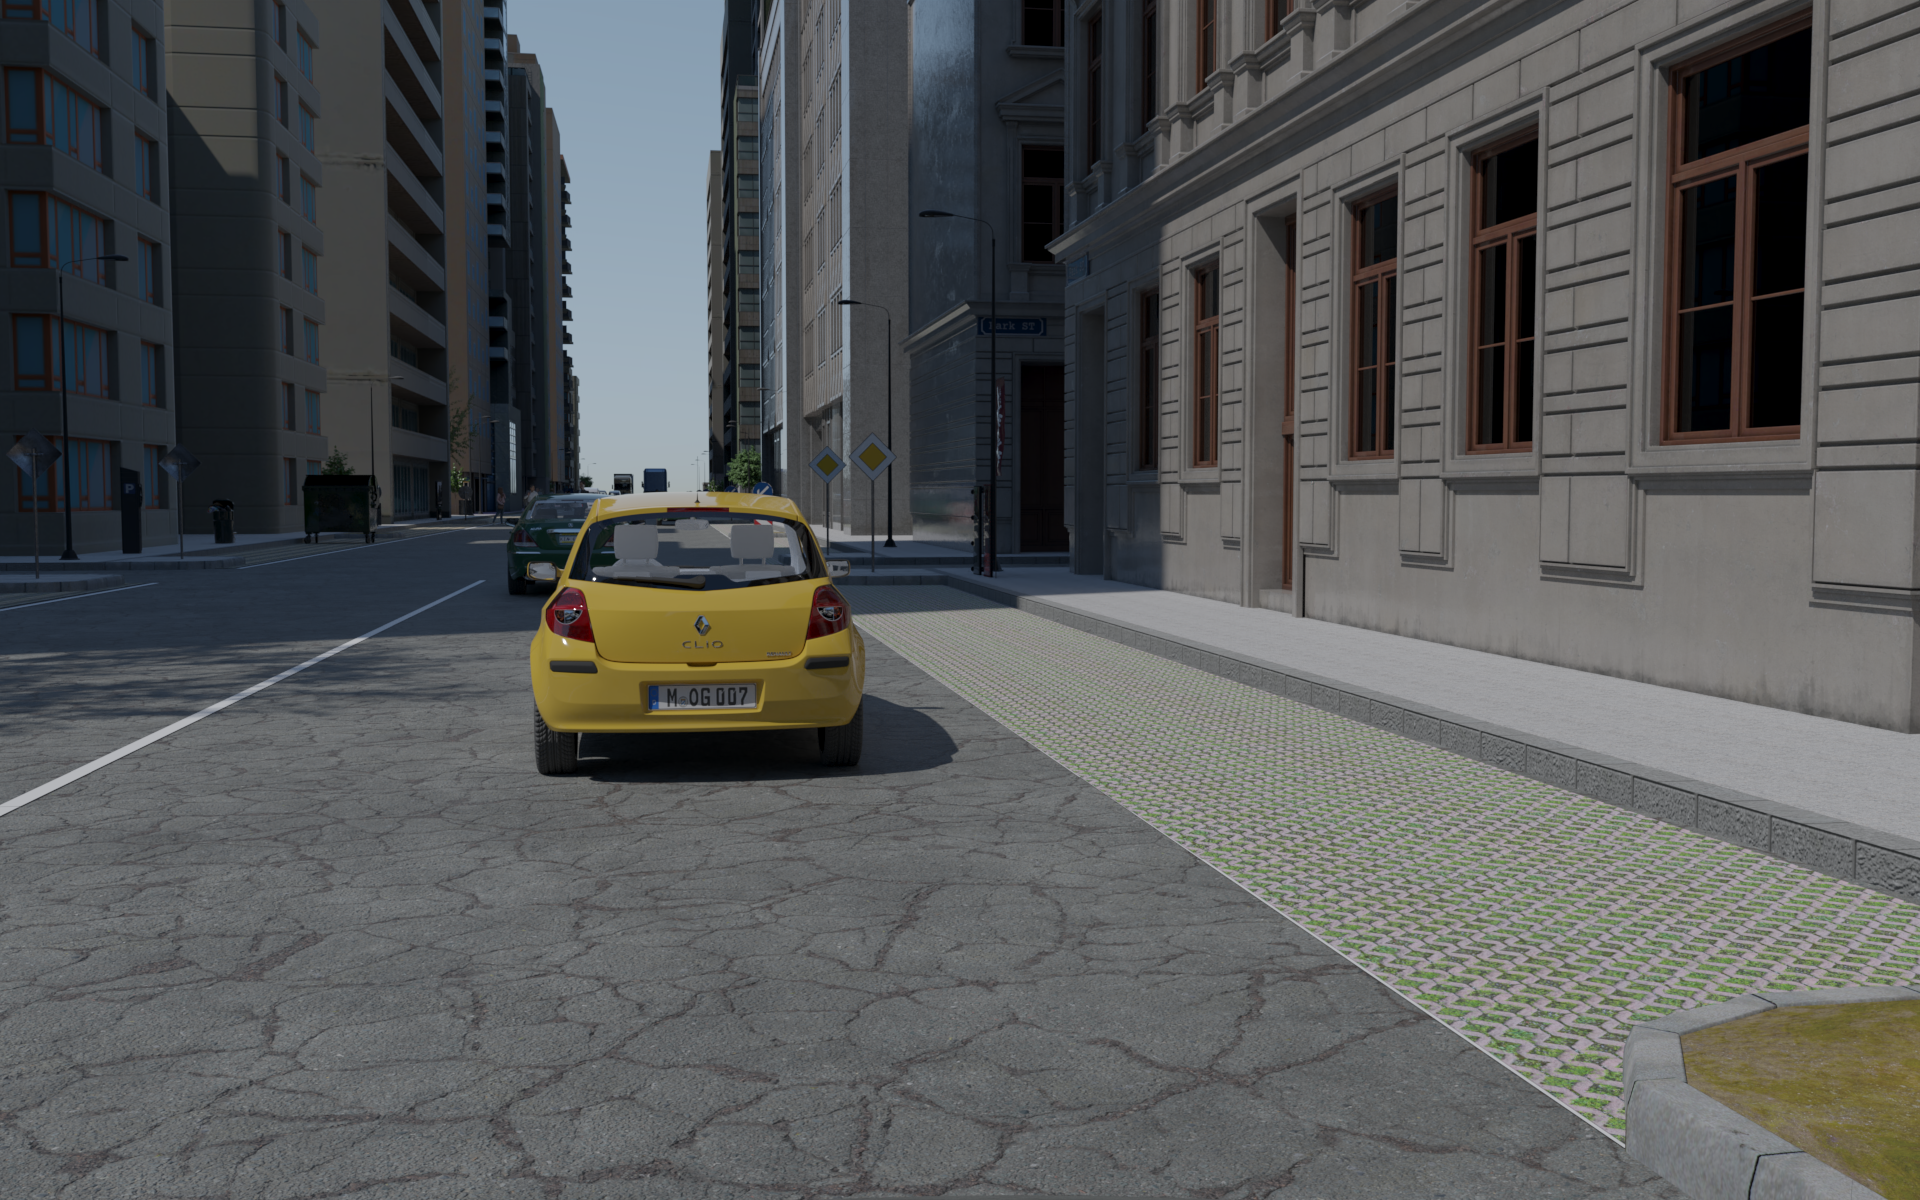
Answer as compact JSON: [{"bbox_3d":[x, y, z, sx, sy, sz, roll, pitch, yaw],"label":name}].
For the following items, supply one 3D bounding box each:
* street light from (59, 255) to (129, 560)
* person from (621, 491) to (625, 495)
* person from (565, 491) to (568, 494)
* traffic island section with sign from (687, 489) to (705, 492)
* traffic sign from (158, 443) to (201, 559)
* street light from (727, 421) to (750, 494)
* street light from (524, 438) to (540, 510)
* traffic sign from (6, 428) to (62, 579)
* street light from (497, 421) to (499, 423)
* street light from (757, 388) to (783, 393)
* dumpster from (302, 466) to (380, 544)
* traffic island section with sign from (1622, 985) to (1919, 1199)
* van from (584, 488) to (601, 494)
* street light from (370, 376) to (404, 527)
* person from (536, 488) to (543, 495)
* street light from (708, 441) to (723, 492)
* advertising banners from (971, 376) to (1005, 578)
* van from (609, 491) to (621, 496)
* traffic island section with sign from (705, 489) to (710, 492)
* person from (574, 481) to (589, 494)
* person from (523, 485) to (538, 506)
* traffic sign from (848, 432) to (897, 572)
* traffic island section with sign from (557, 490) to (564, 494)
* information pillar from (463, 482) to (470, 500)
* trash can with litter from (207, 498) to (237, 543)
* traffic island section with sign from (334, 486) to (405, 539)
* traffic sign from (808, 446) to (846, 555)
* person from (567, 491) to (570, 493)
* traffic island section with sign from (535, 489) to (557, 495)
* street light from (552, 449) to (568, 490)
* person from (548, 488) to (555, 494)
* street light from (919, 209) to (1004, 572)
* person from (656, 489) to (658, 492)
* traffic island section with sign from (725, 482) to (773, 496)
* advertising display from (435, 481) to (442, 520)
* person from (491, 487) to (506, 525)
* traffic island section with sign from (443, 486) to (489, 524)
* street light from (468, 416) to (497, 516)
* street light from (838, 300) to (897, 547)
[{"bbox_3d":[-16.819,-3.738,33.654,1.470,5.913,1.316,-1,4,-10],"label":"street light"},{"bbox_3d":[-40.295,-12.174,207.635,1.350,1.814,0.705,-3,5,-44],"label":"person"},{"bbox_3d":[-33.467,-8.441,147.316,0.445,1.727,0.742,0,4,-3],"label":"person"},{"bbox_3d":[-24.272,-9.291,160.541,1.989,1.847,2.006,-1,4,-10],"label":"traffic island section with sign"},{"bbox_3d":[-15.337,-1.862,34.088,0.795,2.450,0.064,-1,4,-10],"label":"traffic sign"},{"bbox_3d":[-13.961,-8.416,110.144,1.470,5.913,1.316,-1,4,-10],"label":"street light"},{"bbox_3d":[-35.561,-10.483,143.938,1.470,5.913,1.316,-1,4,-10],"label":"street light"},{"bbox_3d":[-13.996,-1.381,26.216,0.795,2.450,0.064,-1,4,-10],"label":"traffic sign"},{"bbox_3d":[-29.817,-8.382,109.581,1.470,5.913,1.316,-1,4,-10],"label":"street light"},{"bbox_3d":[-8.182,-6.324,75.946,1.470,5.913,1.316,-1,4,-10],"label":"street light"},{"bbox_3d":[-17.887,-2.758,50.038,1.985,2.255,1.502,-1,4,-8],"label":"dumpster"},{"bbox_3d":[2.501,0.316,3.468,1.989,1.847,2.006,-1,4,-10],"label":"traffic island section with sign"},{"bbox_3d":[-24.089,-6.448,112.435,2.013,2.044,4.112,-1,4,-10],"label":"van"},{"bbox_3d":[-22.639,-5.863,68.407,1.470,5.913,1.316,-1,4,-10],"label":"street light"},{"bbox_3d":[-24.624,-5.659,101.123,0.635,1.810,0.391,2,4,24],"label":"person"},{"bbox_3d":[-20.960,-10.912,150.945,1.470,5.913,1.316,-1,4,-10],"label":"street light"},{"bbox_3d":[0.433,-1.869,26.749,0.090,3.025,2.074,-1,4,-12],"label":"advertising banners"},{"bbox_3d":[-42.519,-12.599,212.999,2.013,2.044,4.112,-1,4,-8],"label":"van"},{"bbox_3d":[-11.198,-4.602,83.868,1.989,1.847,2.006,-1,4,-10],"label":"traffic island section with sign"},{"bbox_3d":[-13.546,-3.300,61.813,0.648,1.900,0.474,-1,4,-18],"label":"person"},{"bbox_3d":[-18.911,-4.143,76.334,0.679,1.850,0.850,-1,4,-11],"label":"person"},{"bbox_3d":[-1.428,-1.510,28.330,0.795,2.450,0.064,-1,4,-10],"label":"traffic sign"},{"bbox_3d":[-36.723,-9.219,159.360,1.989,1.847,2.006,-1,4,-10],"label":"traffic island section with sign"},{"bbox_3d":[-29.729,-6.111,104.400,0.304,2.012,0.304,0,4,-3],"label":"information pillar"},{"bbox_3d":[-19.208,-2.063,45.116,0.624,1.170,1.055,-1,4,-16],"label":"trash can with litter"},{"bbox_3d":[-19.149,-2.916,56.310,1.989,1.847,2.006,-1,4,-10],"label":"traffic island section with sign"},{"bbox_3d":[-2.770,-1.991,36.202,0.795,2.450,0.064,-1,4,-10],"label":"traffic sign"},{"bbox_3d":[-33.711,-8.589,149.718,1.217,1.735,0.721,3,4,36],"label":"person"},{"bbox_3d":[-32.187,-7.594,132.788,1.989,1.847,2.006,-1,4,-10],"label":"traffic island section with sign"},{"bbox_3d":[-41.384,-12.574,178.128,1.470,5.913,1.316,-1,4,-10],"label":"street light"},{"bbox_3d":[-26.747,-6.422,113.581,1.350,1.814,0.705,1,4,9],"label":"person"},{"bbox_3d":[0.018,-3.424,28.527,1.470,5.913,1.316,-1,4,-10],"label":"street light"},{"bbox_3d":[-25.237,-8.311,144.345,1.348,1.831,0.705,-1,4,-20],"label":"person"},{"bbox_3d":[-6.668,-2.977,57.294,1.989,1.847,2.006,-1,4,-10],"label":"traffic island section with sign"},{"bbox_3d":[-25.482,-4.860,84.671,0.123,1.923,0.974,0,4,-4],"label":"advertising display"},{"bbox_3d":[-21.052,-4.280,79.063,0.643,1.750,0.593,0,3,0],"label":"person"},{"bbox_3d":[-23.759,-4.567,83.297,1.989,1.847,2.006,-1,4,-10],"label":"traffic island section with sign"},{"bbox_3d":[-28.591,-7.988,103.139,1.470,5.913,1.316,-1,4,-10],"label":"street light"},{"bbox_3d":[-2.227,-4.225,41.624,1.470,5.913,1.316,-1,4,-10],"label":"street light"}]
